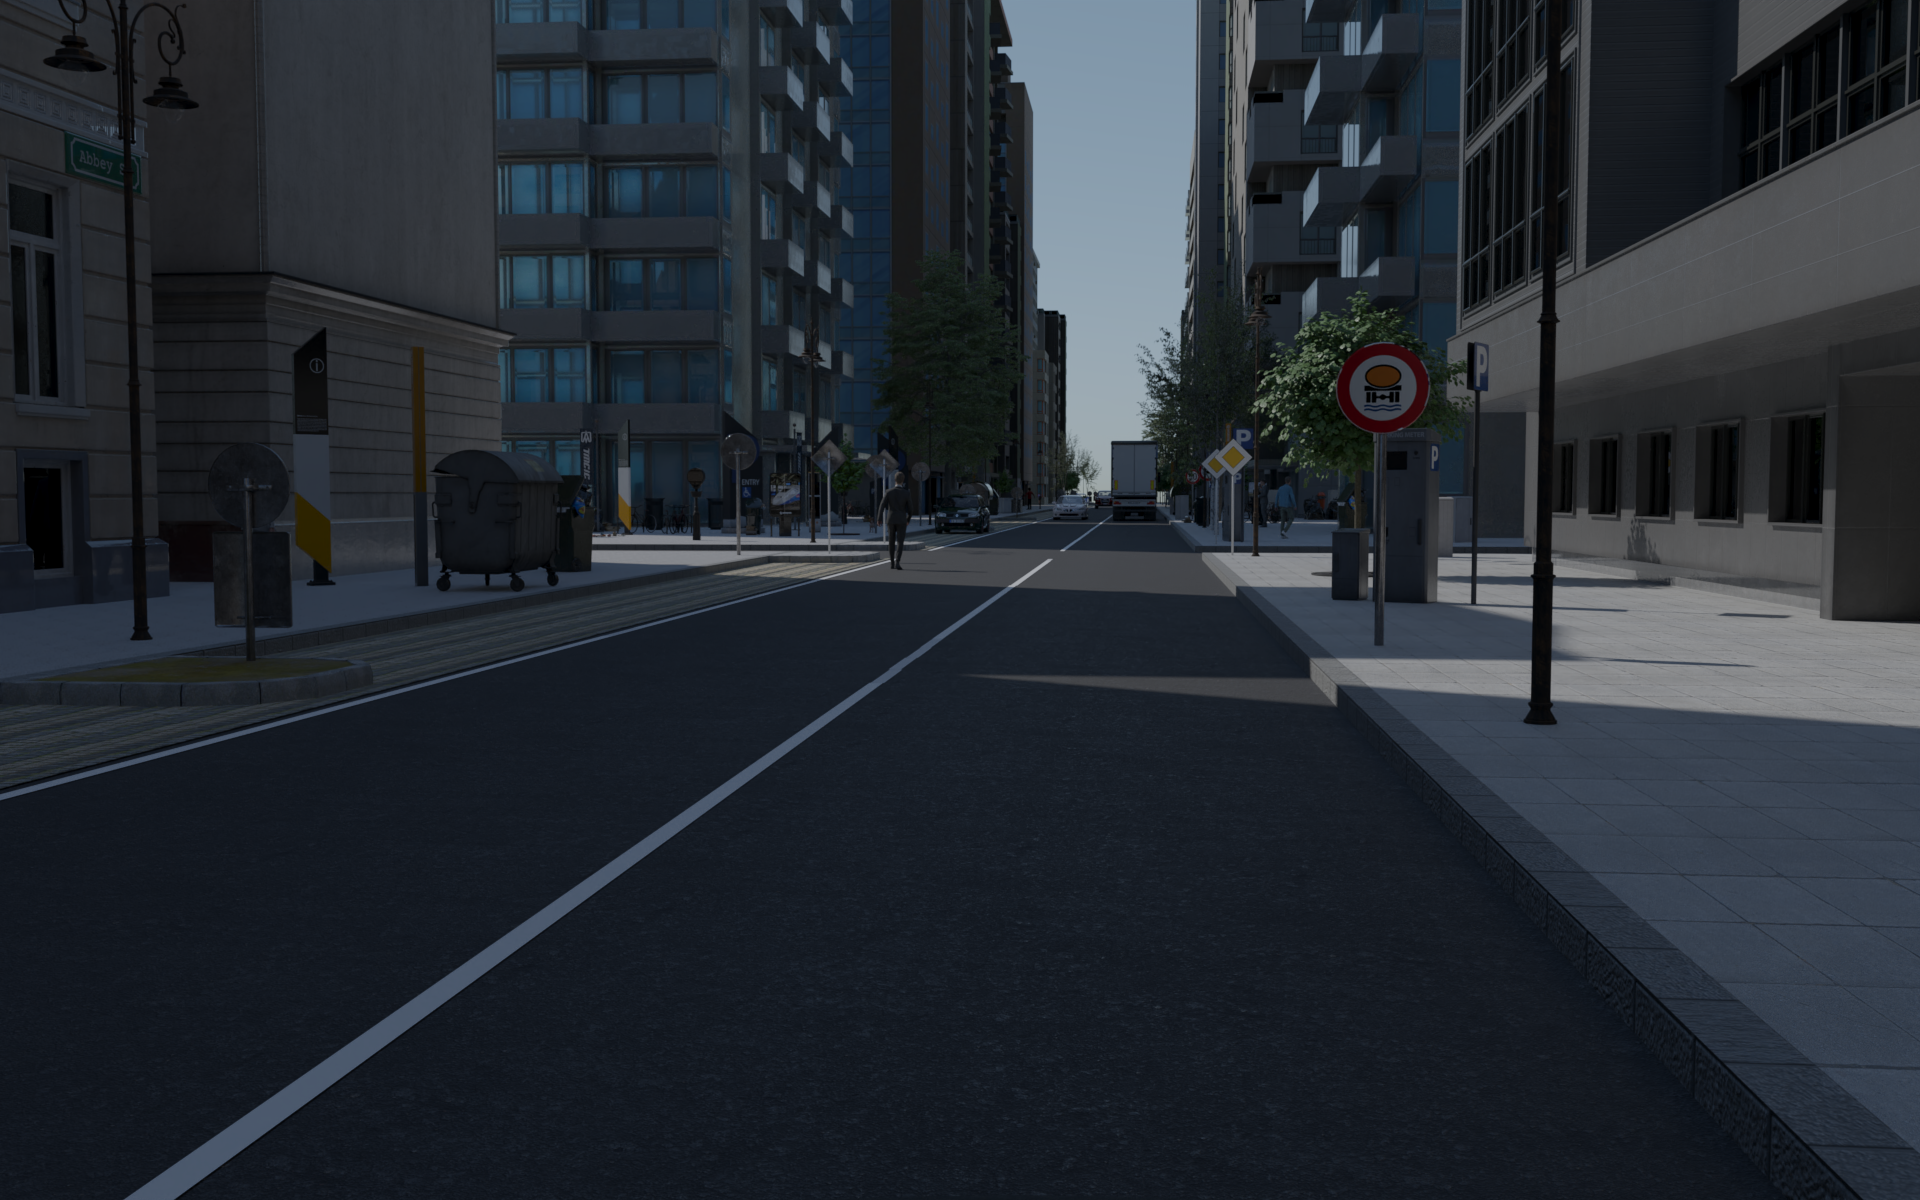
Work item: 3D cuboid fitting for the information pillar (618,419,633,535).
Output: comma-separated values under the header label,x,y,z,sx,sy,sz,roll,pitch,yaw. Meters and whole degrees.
label,x,y,z,sx,sy,sz,roll,pitch,yaw
information pillar,-10.496,-3.845,54.225,0.504,3.616,0.183,3,4,37

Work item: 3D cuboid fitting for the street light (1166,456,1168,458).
label,x,y,z,sx,sy,sz,roll,pitch,yaw
street light,17.426,-10.360,142.176,0.468,5.910,1.993,0,4,6

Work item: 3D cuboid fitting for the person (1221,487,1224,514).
label,x,y,z,sx,sy,sz,roll,pitch,yaw
person,13.241,-4.949,86.764,0.655,1.846,0.447,3,5,45

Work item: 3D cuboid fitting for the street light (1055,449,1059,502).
label,x,y,z,sx,sy,sz,roll,pitch,yaw
street light,9.800,-12.437,176.124,0.468,5.910,1.993,0,4,6

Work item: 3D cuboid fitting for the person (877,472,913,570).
label,x,y,z,sx,sy,sz,roll,pitch,yaw
person,-1.207,-1.509,32.950,0.659,1.850,0.755,0,4,5

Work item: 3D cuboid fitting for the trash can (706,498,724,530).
label,x,y,z,sx,sy,sz,roll,pitch,yaw
trash can,-8.758,-3.099,62.317,0.748,1.137,0.748,0,3,0

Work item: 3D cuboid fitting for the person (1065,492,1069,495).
label,x,y,z,sx,sy,sz,roll,pitch,yaw
person,14.638,-13.954,235.014,1.217,1.723,0.721,2,4,33

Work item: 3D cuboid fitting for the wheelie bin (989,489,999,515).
label,x,y,z,sx,sy,sz,roll,pitch,yaw
wheelie bin,2.018,-5.935,104.940,0.693,1.594,0.980,0,4,5

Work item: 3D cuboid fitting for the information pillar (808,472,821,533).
label,x,y,z,sx,sy,sz,roll,pitch,yaw
information pillar,-4.845,-3.258,57.768,0.304,2.012,0.304,-3,4,-36

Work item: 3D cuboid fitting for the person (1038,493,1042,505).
label,x,y,z,sx,sy,sz,roll,pitch,yaw
person,9.528,-12.115,207.358,0.421,1.427,0.697,-1,4,-10

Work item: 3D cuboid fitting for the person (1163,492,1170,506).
label,x,y,z,sx,sy,sz,roll,pitch,yaw
person,23.155,-11.431,193.015,1.350,1.814,0.705,2,4,30

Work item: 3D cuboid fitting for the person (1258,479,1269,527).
label,x,y,z,sx,sy,sz,roll,pitch,yaw
person,11.650,-3.723,66.714,0.447,1.846,0.655,1,4,17

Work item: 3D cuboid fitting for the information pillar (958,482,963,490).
label,x,y,z,sx,sy,sz,roll,pitch,yaw
information pillar,0.045,-6.303,107.546,0.304,2.012,0.304,1,4,8

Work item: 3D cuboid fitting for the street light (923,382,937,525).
label,x,y,z,sx,sy,sz,roll,pitch,yaw
street light,-1.235,-6.028,71.346,0.468,5.910,1.993,0,4,6

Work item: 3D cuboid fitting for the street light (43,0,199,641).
label,x,y,z,sx,sy,sz,roll,pitch,yaw
street light,-7.207,-2.586,15.068,0.468,5.910,1.993,0,4,6

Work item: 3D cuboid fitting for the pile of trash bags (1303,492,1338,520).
label,x,y,z,sx,sy,sz,roll,pitch,yaw
pile of trash bags,18.246,-4.736,87.190,1.912,1.369,3.447,0,4,8

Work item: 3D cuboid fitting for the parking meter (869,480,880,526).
label,x,y,z,sx,sy,sz,roll,pitch,yaw
parking meter,-3.442,-3.933,70.017,0.399,1.863,0.255,3,4,38

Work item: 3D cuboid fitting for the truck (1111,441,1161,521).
label,x,y,z,sx,sy,sz,roll,pitch,yaw
truck,9.744,-6.569,96.310,2.839,4.237,11.283,0,4,6

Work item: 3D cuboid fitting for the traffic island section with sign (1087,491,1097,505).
label,x,y,z,sx,sy,sz,roll,pitch,yaw
traffic island section with sign,19.902,-14.981,253.563,1.989,1.847,2.006,0,4,6

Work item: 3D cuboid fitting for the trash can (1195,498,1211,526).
label,x,y,z,sx,sy,sz,roll,pitch,yaw
trash can,9.793,-3.542,69.562,0.748,1.137,0.748,0,3,0

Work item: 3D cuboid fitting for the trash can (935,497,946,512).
label,x,y,z,sx,sy,sz,roll,pitch,yaw
trash can,-0.694,-3.847,74.548,0.748,1.137,0.748,0,3,0

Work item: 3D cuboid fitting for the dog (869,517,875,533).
label,x,y,z,sx,sy,sz,roll,pitch,yaw
dog,-2.933,-2.516,57.966,0.406,0.507,0.540,-3,4,-36

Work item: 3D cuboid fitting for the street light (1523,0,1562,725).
label,x,y,z,sx,sy,sz,roll,pitch,yaw
street light,3.250,-2.247,9.521,0.468,5.910,1.993,0,4,6

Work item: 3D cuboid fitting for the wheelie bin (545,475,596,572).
label,x,y,z,sx,sy,sz,roll,pitch,yaw
wheelie bin,-6.481,-1.272,28.704,0.980,1.594,0.693,2,4,31

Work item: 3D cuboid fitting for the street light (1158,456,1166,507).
label,x,y,z,sx,sy,sz,roll,pitch,yaw
street light,22.799,-13.567,194.612,0.468,5.910,1.993,0,4,6

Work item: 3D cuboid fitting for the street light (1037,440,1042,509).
label,x,y,z,sx,sy,sz,roll,pitch,yaw
street light,6.888,-10.760,148.720,0.468,5.910,1.993,0,4,6

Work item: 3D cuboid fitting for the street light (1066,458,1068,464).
label,x,y,z,sx,sy,sz,roll,pitch,yaw
street light,12.629,-14.165,204.384,0.468,5.910,1.993,0,4,6

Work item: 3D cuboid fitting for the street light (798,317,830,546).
label,x,y,z,sx,sy,sz,roll,pitch,yaw
street light,-3.869,-4.444,45.451,0.468,5.910,1.993,0,4,6

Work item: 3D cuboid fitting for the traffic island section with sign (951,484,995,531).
label,x,y,z,sx,sy,sz,roll,pitch,yaw
traffic island section with sign,0.310,-3.580,67.163,1.989,1.847,2.006,0,4,6

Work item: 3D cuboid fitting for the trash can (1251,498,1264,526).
label,x,y,z,sx,sy,sz,roll,pitch,yaw
trash can,12.193,-3.609,70.656,0.748,1.137,0.748,0,3,0

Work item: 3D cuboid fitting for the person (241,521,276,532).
label,x,y,z,sx,sy,sz,roll,pitch,yaw
person,-8.878,-0.952,21.880,0.678,1.792,0.850,1,4,16

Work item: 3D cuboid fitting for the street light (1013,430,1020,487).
label,x,y,z,sx,sy,sz,roll,pitch,yaw
street light,4.009,-9.147,122.348,0.468,5.910,1.993,0,4,6

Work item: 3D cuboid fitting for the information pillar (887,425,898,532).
label,x,y,z,sx,sy,sz,roll,pitch,yaw
information pillar,-2.264,-4.128,58.840,0.183,3.616,0.504,2,4,32

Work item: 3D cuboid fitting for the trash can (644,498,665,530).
label,x,y,z,sx,sy,sz,roll,pitch,yaw
trash can,-10.872,-3.059,61.670,0.748,1.137,0.748,0,3,0

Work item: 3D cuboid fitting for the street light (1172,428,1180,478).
label,x,y,z,sx,sy,sz,roll,pitch,yaw
street light,14.739,-8.875,117.893,0.468,5.910,1.993,0,4,6

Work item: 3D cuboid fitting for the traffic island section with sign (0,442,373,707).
label,x,y,z,sx,sy,sz,roll,pitch,yaw
traffic island section with sign,-5.427,-0.240,12.559,1.989,1.847,2.006,0,4,6

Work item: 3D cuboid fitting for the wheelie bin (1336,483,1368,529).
label,x,y,z,sx,sy,sz,roll,pitch,yaw
wheelie bin,10.146,-2.254,44.753,0.693,1.594,0.980,0,4,-7

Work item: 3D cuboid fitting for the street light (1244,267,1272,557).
label,x,y,z,sx,sy,sz,roll,pitch,yaw
street light,6.078,-3.832,35.434,0.468,5.910,1.993,0,4,6

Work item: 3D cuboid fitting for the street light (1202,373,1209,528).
label,x,y,z,sx,sy,sz,roll,pitch,yaw
street light,9.311,-5.688,65.786,0.468,5.910,1.993,0,4,6

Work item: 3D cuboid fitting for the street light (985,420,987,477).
label,x,y,z,sx,sy,sz,roll,pitch,yaw
street light,1.436,-7.612,97.236,0.468,5.910,1.993,0,4,6

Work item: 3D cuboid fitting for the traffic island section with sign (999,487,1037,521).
label,x,y,z,sx,sy,sz,roll,pitch,yaw
traffic island section with sign,3.152,-5.234,94.199,1.989,1.847,2.006,0,4,6

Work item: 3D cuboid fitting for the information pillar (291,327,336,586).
label,x,y,z,sx,sy,sz,roll,pitch,yaw
information pillar,-9.037,-2.007,24.171,0.504,3.616,0.183,-3,5,-43

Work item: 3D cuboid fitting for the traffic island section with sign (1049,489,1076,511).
label,x,y,z,sx,sy,sz,roll,pitch,yaw
traffic island section with sign,8.456,-8.320,144.660,1.989,1.847,2.006,0,4,6

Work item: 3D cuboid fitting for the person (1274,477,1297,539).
label,x,y,z,sx,sy,sz,roll,pitch,yaw
person,9.336,-2.649,49.698,0.444,1.785,0.601,-3,5,-40

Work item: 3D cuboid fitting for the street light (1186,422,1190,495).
label,x,y,z,sx,sy,sz,roll,pitch,yaw
street light,12.088,-7.286,91.913,0.468,5.910,1.993,0,4,6

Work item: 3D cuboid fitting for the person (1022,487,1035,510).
label,x,y,z,sx,sy,sz,roll,pitch,yaw
person,5.716,-8.378,142.956,1.348,1.831,0.705,-3,4,-37
